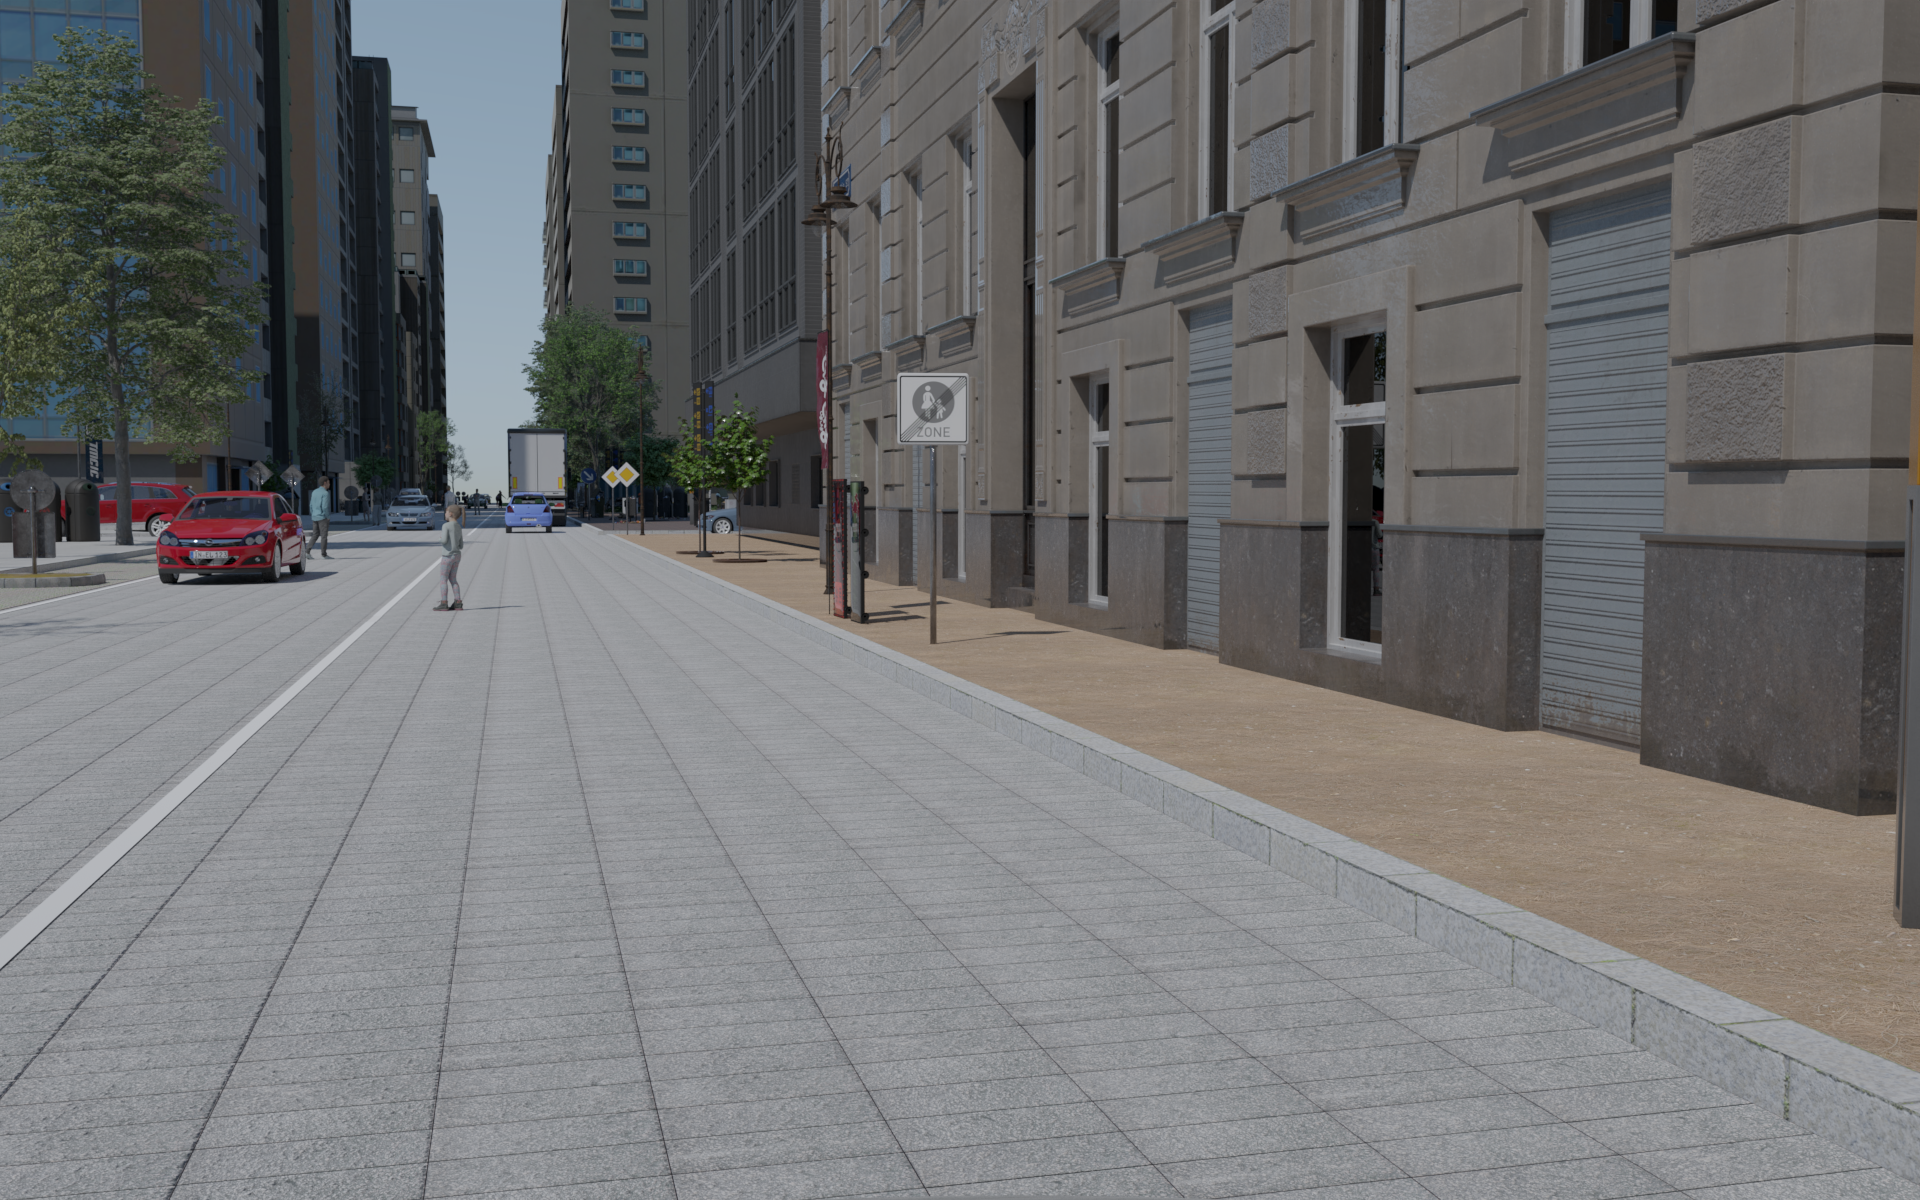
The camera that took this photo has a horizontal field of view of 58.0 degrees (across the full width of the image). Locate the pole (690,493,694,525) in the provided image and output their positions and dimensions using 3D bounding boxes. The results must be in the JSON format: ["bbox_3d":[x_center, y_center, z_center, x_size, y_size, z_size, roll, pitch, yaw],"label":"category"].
[{"bbox_3d":[-11.233,-4.809,72.468,0.158,3.312,0.155,0,3,0],"label":"pole"}]

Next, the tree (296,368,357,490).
[{"bbox_3d":[-37.030,-9.174,100.363,4.360,8.622,3.978,0,3,0],"label":"tree"}]

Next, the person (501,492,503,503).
[{"bbox_3d":[-53.563,-11.787,202.153,0.436,1.711,0.756,-1,4,-21],"label":"person"}]

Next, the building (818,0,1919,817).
[{"bbox_3d":[6.016,-13.572,19.166,12.463,27.353,25.104,-1,4,-14],"label":"building"}]

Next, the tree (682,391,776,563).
[{"bbox_3d":[-4.281,-2.319,32.510,1.663,3.219,1.824,0,3,0],"label":"tree"}]

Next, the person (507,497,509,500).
[{"bbox_3d":[-40.814,-9.143,157.979,0.705,1.826,1.348,1,4,23],"label":"person"}]

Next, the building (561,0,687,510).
[{"bbox_3d":[-23.332,-32.250,150.992,21.300,48.544,21.600,-1,4,-14],"label":"building"}]

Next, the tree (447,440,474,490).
[{"bbox_3d":[-83.896,-21.479,285.596,7.601,10.594,8.767,-1,4,-18],"label":"tree"}]

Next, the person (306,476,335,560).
[{"bbox_3d":[-14.047,-1.796,37.887,0.660,1.820,0.620,2,4,33],"label":"person"}]

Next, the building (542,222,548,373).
[{"bbox_3d":[-55.056,-40.208,277.008,23.786,49.044,30.456,-1,4,-14],"label":"building"}]

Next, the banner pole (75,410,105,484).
[{"bbox_3d":[-25.289,-3.684,50.254,0.863,3.779,0.401,-2,4,-31],"label":"banner pole"}]

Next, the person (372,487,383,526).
[{"bbox_3d":[-26.274,-4.220,78.041,0.362,1.759,0.519,3,5,40],"label":"person"}]

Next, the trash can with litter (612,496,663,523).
[{"bbox_3d":[-14.500,-3.989,76.272,1.678,1.210,2.233,-3,5,-41],"label":"trash can with litter"}]

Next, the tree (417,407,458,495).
[{"bbox_3d":[-63.614,-17.095,205.264,9.928,11.665,9.643,0,3,0],"label":"tree"}]

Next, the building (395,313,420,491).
[{"bbox_3d":[-70.279,-20.240,175.966,27.650,21.520,28.899,-1,4,-14],"label":"building"}]

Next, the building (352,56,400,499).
[{"bbox_3d":[-58.646,-28.890,155.948,14.154,41.232,14.086,-1,4,-14],"label":"building"}]

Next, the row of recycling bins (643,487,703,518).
[{"bbox_3d":[-15.654,-5.357,94.696,3.534,1.692,1.069,1,4,9],"label":"row of recycling bins"}]

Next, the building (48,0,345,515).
[{"bbox_3d":[-46.982,-28.045,108.644,14.600,45.320,14.200,-1,4,-14],"label":"building"}]

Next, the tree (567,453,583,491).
[{"bbox_3d":[-26.788,-8.485,122.438,4.285,4.588,4.351,0,3,0],"label":"tree"}]

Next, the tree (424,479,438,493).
[{"bbox_3d":[-60.756,-12.455,198.243,1.663,3.219,1.824,0,3,0],"label":"tree"}]

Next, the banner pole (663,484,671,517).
[{"bbox_3d":[-15.547,-6.217,91.670,0.401,3.779,0.863,2,4,25],"label":"banner pole"}]

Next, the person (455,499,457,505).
[{"bbox_3d":[-23.109,-4.147,78.902,0.503,1.515,0.523,-3,5,-41],"label":"person"}]

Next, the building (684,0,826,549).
[{"bbox_3d":[1.262,-15.274,43.242,14.314,27.812,24.014,-1,4,-14],"label":"building"}]

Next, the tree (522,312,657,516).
[{"bbox_3d":[-21.003,-10.640,99.720,9.928,11.665,9.643,0,3,0],"label":"tree"}]

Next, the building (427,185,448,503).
[{"bbox_3d":[-89.224,-39.018,261.644,21.300,48.544,21.600,-1,4,-14],"label":"building"}]

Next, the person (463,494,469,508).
[{"bbox_3d":[-49.386,-9.883,173.313,0.697,1.427,0.421,3,4,39],"label":"person"}]

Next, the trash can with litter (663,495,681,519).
[{"bbox_3d":[-14.761,-4.698,87.866,2.233,1.210,1.678,3,5,44],"label":"trash can with litter"}]

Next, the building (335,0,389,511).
[{"bbox_3d":[-57.102,-42.771,137.552,20.563,71.187,20.611,-1,4,-14],"label":"building"}]

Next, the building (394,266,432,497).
[{"bbox_3d":[-74.534,-27.326,218.473,14.160,30.474,14.107,-1,4,-14],"label":"building"}]

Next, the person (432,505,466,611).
[{"bbox_3d":[-6.276,-0.518,21.250,0.394,1.301,0.425,0,4,3],"label":"person"}]

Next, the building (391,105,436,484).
[{"bbox_3d":[-86.546,-39.567,236.151,28.713,52.752,27.495,-1,4,-14],"label":"building"}]

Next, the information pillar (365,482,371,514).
[{"bbox_3d":[-37.470,-6.432,109.662,0.304,2.012,0.304,-2,4,-28],"label":"information pillar"}]

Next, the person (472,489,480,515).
[{"bbox_3d":[-32.344,-6.554,115.833,0.511,1.800,0.466,0,4,-6],"label":"person"}]

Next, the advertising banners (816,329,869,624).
[{"bbox_3d":[-1.236,-1.328,17.897,0.090,3.025,2.074,-1,4,-17],"label":"advertising banners"}]

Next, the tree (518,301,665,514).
[{"bbox_3d":[-24.090,-12.633,113.207,9.857,13.997,8.962,0,3,0],"label":"tree"}]

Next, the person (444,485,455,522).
[{"bbox_3d":[-20.896,-3.808,70.981,0.478,1.798,0.641,-2,4,-32],"label":"person"}]

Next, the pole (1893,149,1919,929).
[{"bbox_3d":[2.882,-0.686,5.064,0.158,3.312,0.155,0,3,0],"label":"pole"}]

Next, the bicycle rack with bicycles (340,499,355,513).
[{"bbox_3d":[-43.120,-6.608,121.428,2.925,0.926,2.852,-3,5,-45],"label":"bicycle rack with bicycles"}]

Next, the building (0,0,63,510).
[{"bbox_3d":[-35.303,-25.435,65.978,14.600,45.320,14.200,-1,4,-14],"label":"building"}]

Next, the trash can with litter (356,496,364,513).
[{"bbox_3d":[-40.591,-6.484,117.405,0.624,1.170,1.055,-1,4,-9],"label":"trash can with litter"}]

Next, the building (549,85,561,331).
[{"bbox_3d":[-35.551,-35.205,199.300,21.300,48.544,21.600,-1,4,-14],"label":"building"}]

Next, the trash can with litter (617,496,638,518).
[{"bbox_3d":[-17.588,-4.901,91.521,0.624,1.170,1.055,2,4,35],"label":"trash can with litter"}]

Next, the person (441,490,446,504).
[{"bbox_3d":[-41.383,-7.967,139.475,1.217,1.735,0.721,3,4,37],"label":"person"}]

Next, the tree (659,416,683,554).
[{"bbox_3d":[-5.543,-2.592,36.973,1.663,3.219,1.824,0,3,0],"label":"tree"}]

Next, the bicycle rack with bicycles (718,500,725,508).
[{"bbox_3d":[-14.856,-6.144,113.841,2.852,0.926,2.925,0,4,-6],"label":"bicycle rack with bicycles"}]

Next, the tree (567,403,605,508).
[{"bbox_3d":[-29.845,-11.348,135.903,4.360,8.622,3.978,0,3,0],"label":"tree"}]

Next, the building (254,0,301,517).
[{"bbox_3d":[-41.948,-19.318,87.558,14.160,30.474,14.107,-1,4,-14],"label":"building"}]

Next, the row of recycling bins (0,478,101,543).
[{"bbox_3d":[-24.791,-2.374,45.924,3.534,1.692,1.069,-2,4,-35],"label":"row of recycling bins"}]

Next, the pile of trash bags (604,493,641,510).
[{"bbox_3d":[-24.909,-7.342,129.789,1.912,1.369,3.447,3,4,37],"label":"pile of trash bags"}]

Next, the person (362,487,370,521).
[{"bbox_3d":[-29.019,-4.642,84.736,0.374,1.781,0.599,-3,4,-39],"label":"person"}]

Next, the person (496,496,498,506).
[{"bbox_3d":[-52.838,-11.386,197.886,0.421,1.427,0.697,0,4,0],"label":"person"}]

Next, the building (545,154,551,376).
[{"bbox_3d":[-45.370,-37.523,237.194,21.300,48.544,21.600,-1,4,-14],"label":"building"}]

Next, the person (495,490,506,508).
[{"bbox_3d":[-46.749,-10.252,176.129,1.348,1.823,0.705,2,4,24],"label":"person"}]
